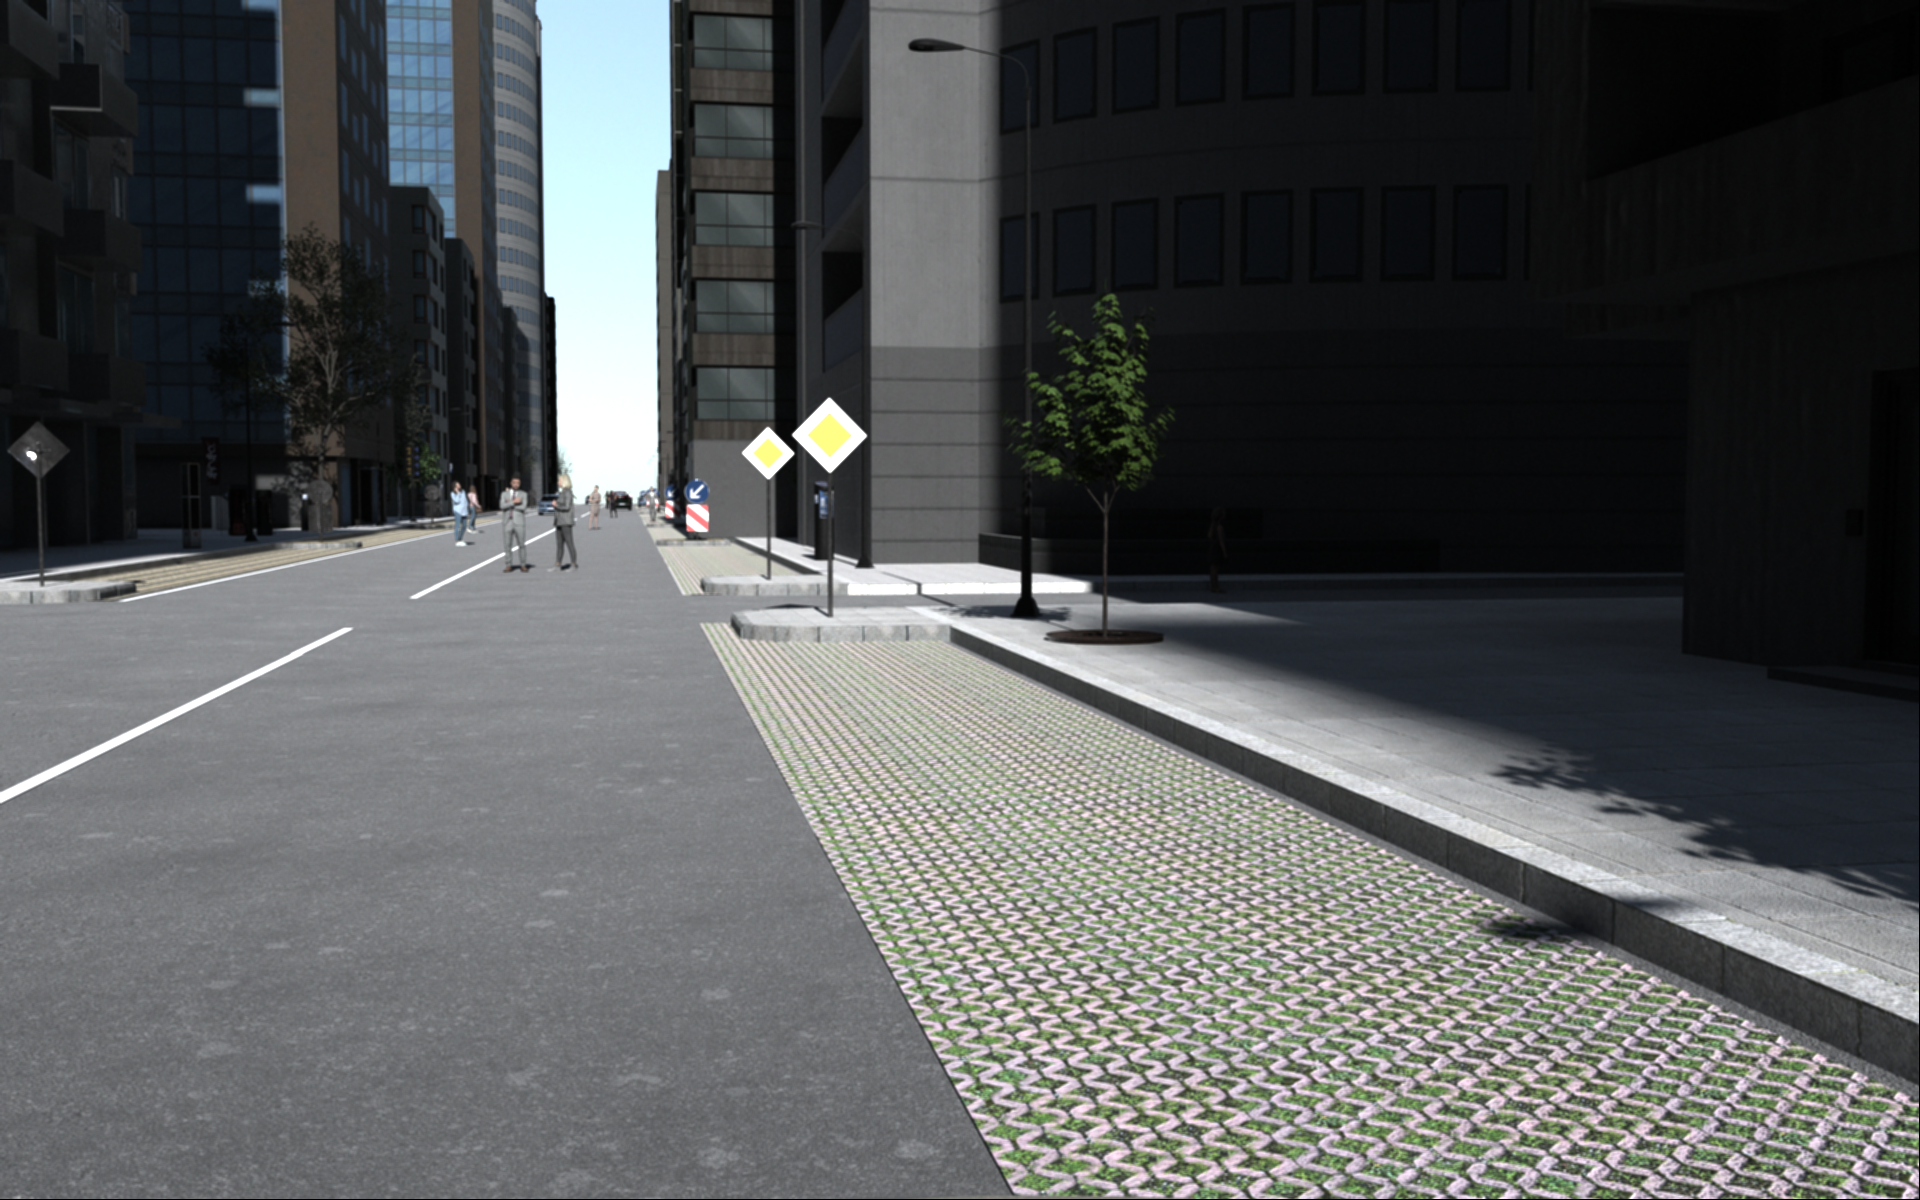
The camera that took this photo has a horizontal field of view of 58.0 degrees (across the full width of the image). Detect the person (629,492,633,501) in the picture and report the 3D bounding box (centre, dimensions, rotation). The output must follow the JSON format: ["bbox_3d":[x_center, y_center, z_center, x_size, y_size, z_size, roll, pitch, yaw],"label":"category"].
[{"bbox_3d":[-45.577,-14.067,239.433,0.756,1.711,0.436,1,4,17],"label":"person"}]

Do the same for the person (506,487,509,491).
[{"bbox_3d":[-24.785,-5.301,95.188,0.660,1.820,0.620,-1,4,-13],"label":"person"}]

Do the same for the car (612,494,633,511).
[{"bbox_3d":[-29.805,-8.727,152.479,2.009,1.686,4.222,-1,4,-12],"label":"car"}]

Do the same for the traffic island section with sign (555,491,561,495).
[{"bbox_3d":[-47.130,-11.910,203.352,1.989,1.847,2.006,-1,4,-11],"label":"traffic island section with sign"}]

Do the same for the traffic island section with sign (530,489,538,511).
[{"bbox_3d":[-36.667,-8.571,148.764,1.989,1.847,2.006,-1,4,-11],"label":"traffic island section with sign"}]

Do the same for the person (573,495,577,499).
[{"bbox_3d":[-33.543,-8.548,149.084,1.217,1.723,0.721,-2,4,-24],"label":"person"}]

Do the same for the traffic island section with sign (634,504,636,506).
[{"bbox_3d":[-27.060,-8.683,150.588,1.989,1.847,2.006,-1,4,-11],"label":"traffic island section with sign"}]

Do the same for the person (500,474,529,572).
[{"bbox_3d":[-8.191,-1.416,31.834,0.511,1.800,0.466,-1,4,-22],"label":"person"}]

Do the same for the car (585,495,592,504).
[{"bbox_3d":[-51.939,-14.181,244.432,1.945,1.354,3.894,-1,4,-9],"label":"car"}]

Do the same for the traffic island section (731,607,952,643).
[{"bbox_3d":[-1.331,0.258,18.056,2.009,0.180,2.903,-1,4,-11],"label":"traffic island section"}]

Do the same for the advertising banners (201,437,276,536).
[{"bbox_3d":[-22.220,-3.496,53.340,2.074,3.025,0.090,-1,4,-15],"label":"advertising banners"}]

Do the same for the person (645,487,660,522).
[{"bbox_3d":[-15.757,-4.905,88.817,0.709,1.813,0.853,-1,4,-20],"label":"person"}]

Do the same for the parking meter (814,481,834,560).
[{"bbox_3d":[-2.636,-1.540,33.592,0.372,1.533,0.369,0,3,0],"label":"parking meter"}]

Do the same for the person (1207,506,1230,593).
[{"bbox_3d":[3.749,-0.727,25.059,0.373,1.253,0.362,0,4,-7],"label":"person"}]

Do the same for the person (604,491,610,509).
[{"bbox_3d":[-34.426,-9.802,169.482,1.217,1.735,0.721,3,4,37],"label":"person"}]

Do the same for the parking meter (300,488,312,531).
[{"bbox_3d":[-22.895,-3.197,60.675,0.372,1.533,0.369,0,3,0],"label":"parking meter"}]

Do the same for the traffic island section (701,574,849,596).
[{"bbox_3d":[-2.834,-0.221,25.899,2.009,0.180,2.903,-1,4,-11],"label":"traffic island section"}]

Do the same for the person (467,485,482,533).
[{"bbox_3d":[-17.807,-3.313,63.255,0.593,1.750,0.643,3,5,43],"label":"person"}]

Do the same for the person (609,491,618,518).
[{"bbox_3d":[-21.152,-5.850,105.614,0.415,1.643,0.593,3,4,38],"label":"person"}]

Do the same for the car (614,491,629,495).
[{"bbox_3d":[-40.991,-12.226,208.575,2.281,1.827,5.304,-1,4,-12],"label":"car"}]

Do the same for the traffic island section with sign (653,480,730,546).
[{"bbox_3d":[-7.464,-2.425,48.281,1.989,1.847,2.006,-1,4,-11],"label":"traffic island section with sign"}]

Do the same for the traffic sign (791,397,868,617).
[{"bbox_3d":[-1.353,-0.877,17.974,0.795,2.450,0.064,-1,4,-11],"label":"traffic sign"}]

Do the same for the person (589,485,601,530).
[{"bbox_3d":[-14.694,-3.724,69.729,0.599,1.781,0.374,-2,4,-34],"label":"person"}]

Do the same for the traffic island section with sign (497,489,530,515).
[{"bbox_3d":[-31.547,-6.938,122.070,1.989,1.847,2.006,-1,4,-11],"label":"traffic island section with sign"}]

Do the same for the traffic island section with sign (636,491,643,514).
[{"bbox_3d":[-21.995,-7.062,124.097,1.989,1.847,2.006,-1,4,-11],"label":"traffic island section with sign"}]

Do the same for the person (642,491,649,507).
[{"bbox_3d":[-33.370,-10.790,185.016,1.348,1.812,0.705,1,4,20],"label":"person"}]

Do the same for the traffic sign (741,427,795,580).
[{"bbox_3d":[-2.855,-1.356,25.817,0.795,2.450,0.064,-1,4,-11],"label":"traffic sign"}]

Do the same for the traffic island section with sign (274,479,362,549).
[{"bbox_3d":[-16.964,-2.278,45.880,1.989,1.847,2.006,-1,4,-11],"label":"traffic island section with sign"}]

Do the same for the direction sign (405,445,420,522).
[{"bbox_3d":[-25.143,-5.358,79.596,0.379,3.537,0.876,2,4,23],"label":"direction sign"}]

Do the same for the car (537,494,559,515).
[{"bbox_3d":[-27.987,-6.534,118.828,2.014,1.417,4.499,-1,4,-11],"label":"car"}]

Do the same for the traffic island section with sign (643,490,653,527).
[{"bbox_3d":[-12.531,-4.045,74.758,1.989,1.847,2.006,-1,4,-11],"label":"traffic island section with sign"}]

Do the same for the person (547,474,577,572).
[{"bbox_3d":[-7.359,-1.428,32.030,0.526,1.800,0.537,-1,4,-21],"label":"person"}]

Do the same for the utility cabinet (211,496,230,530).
[{"bbox_3d":[-26.163,-3.093,61.735,0.306,1.237,1.020,2,4,27],"label":"utility cabinet"}]

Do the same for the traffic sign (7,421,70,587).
[{"bbox_3d":[-12.725,-1.242,23.954,0.795,2.450,0.064,-1,4,-11],"label":"traffic sign"}]

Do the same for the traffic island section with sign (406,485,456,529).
[{"bbox_3d":[-22.023,-3.898,72.358,1.989,1.847,2.006,-1,4,-11],"label":"traffic island section with sign"}]

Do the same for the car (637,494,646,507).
[{"bbox_3d":[-34.259,-10.832,189.105,2.014,1.417,4.499,-1,4,-12],"label":"car"}]

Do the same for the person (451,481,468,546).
[{"bbox_3d":[-13.879,-2.401,48.017,0.793,1.790,0.793,-1,4,-10],"label":"person"}]

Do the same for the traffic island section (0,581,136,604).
[{"bbox_3d":[-12.746,-0.106,24.011,2.009,0.180,2.903,-1,4,-11],"label":"traffic island section"}]

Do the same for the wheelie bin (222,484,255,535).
[{"bbox_3d":[-22.557,-2.832,54.212,0.980,1.594,0.693,-1,4,-13],"label":"wheelie bin"}]
